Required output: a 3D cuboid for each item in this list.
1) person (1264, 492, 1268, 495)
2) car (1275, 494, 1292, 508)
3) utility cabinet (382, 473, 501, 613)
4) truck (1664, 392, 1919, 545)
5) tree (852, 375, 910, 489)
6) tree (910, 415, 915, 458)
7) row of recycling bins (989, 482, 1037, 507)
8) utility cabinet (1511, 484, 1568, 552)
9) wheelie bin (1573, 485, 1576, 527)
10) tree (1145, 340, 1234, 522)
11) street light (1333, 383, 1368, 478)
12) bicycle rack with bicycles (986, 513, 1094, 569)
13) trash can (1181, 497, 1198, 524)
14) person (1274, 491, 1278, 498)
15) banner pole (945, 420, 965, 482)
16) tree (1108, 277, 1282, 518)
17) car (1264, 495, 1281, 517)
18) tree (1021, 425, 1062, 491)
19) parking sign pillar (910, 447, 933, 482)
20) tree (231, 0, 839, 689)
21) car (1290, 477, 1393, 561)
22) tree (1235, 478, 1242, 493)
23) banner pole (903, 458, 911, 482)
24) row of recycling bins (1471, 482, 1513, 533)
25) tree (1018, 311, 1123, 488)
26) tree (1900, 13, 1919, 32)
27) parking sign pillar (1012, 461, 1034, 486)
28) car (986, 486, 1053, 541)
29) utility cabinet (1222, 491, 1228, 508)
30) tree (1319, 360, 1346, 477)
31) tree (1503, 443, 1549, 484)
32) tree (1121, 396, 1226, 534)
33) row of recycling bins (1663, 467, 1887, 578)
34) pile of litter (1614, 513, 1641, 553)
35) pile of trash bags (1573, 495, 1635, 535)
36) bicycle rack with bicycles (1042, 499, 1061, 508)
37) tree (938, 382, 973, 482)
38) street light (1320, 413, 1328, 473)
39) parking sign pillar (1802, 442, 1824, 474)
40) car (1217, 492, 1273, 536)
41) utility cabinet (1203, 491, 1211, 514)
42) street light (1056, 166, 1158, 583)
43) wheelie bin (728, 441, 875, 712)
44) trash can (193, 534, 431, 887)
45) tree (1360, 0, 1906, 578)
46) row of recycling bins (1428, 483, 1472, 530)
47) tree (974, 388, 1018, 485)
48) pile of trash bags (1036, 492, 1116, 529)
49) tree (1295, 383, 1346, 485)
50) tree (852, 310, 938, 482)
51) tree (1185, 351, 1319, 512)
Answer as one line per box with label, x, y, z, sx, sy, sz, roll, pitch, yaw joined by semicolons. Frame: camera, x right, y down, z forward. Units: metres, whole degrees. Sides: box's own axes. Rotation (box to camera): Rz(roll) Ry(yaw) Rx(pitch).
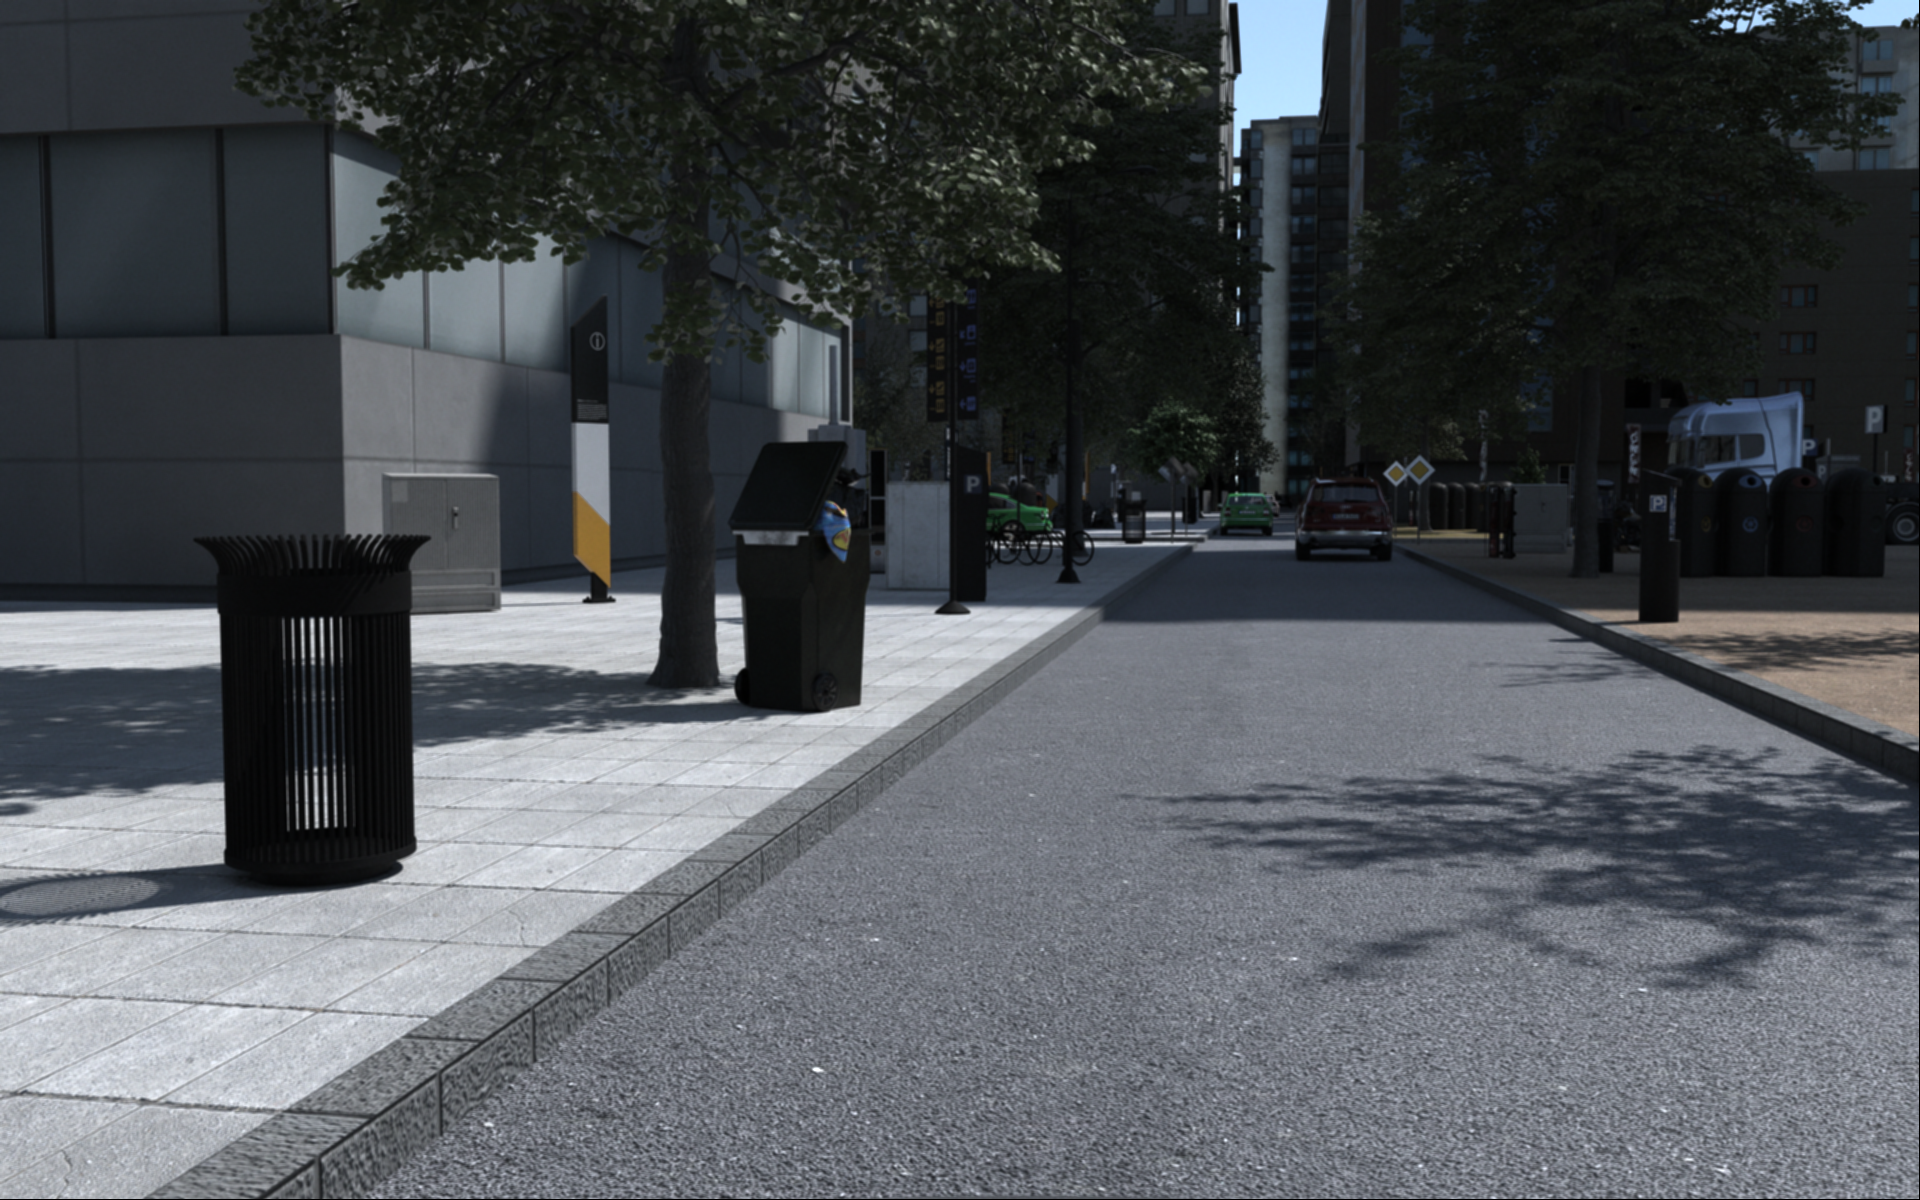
person;31.559;-10.320;178.708;0.415;1.643;0.593;-3;5;-45
car;32.716;-10.126;175.345;2.009;1.686;4.222;1;4;9
utility cabinet;-5.566;-0.609;18.633;1.173;1.500;0.318;-3;4;-36
truck;27.873;-3.419;45.660;18.799;4.110;2.967;1;4;8
tree;-6.444;-9.878;111.862;4.737;8.622;4.395;0;3;0
tree;-5.070;-10.443;121.097;4.737;8.622;4.395;0;3;0
row of recycling bins;0.927;-3.250;60.254;3.534;1.692;1.069;-1;4;-10
utility cabinet;12.581;-1.773;37.663;1.173;1.500;0.318;1;4;15
wheelie bin;21.721;-3.233;60.773;0.980;1.594;0.693;3;5;42
tree;10.785;-7.936;80.115;4.737;8.622;4.395;0;3;0
street light;16.534;-6.124;72.674;1.470;5.913;1.316;1;4;10
bicycle rack with bicycles;0.615;-1.093;31.257;2.852;0.926;2.925;-3;4;-39
trash can;9.832;-3.826;74.202;0.748;1.137;0.748;0;3;0
person;33.694;-10.751;185.014;0.721;1.736;1.217;-1;4;-23
banner pole;-0.122;-4.172;58.237;0.863;3.779;0.401;0;4;2
tree;12.387;-10.689;91.769;9.611;12.733;9.660;0;3;0
car;18.920;-5.842;107.881;2.083;1.381;4.827;1;4;12
tree;5.146;-10.794;126.836;4.737;8.622;4.395;0;3;0
parking sign pillar;-2.225;-6.812;99.849;1.447;3.967;1.447;1;4;23
tree;-1.717;-5.721;11.658;7.486;12.596;7.792;0;3;0
car;8.578;-1.850;38.915;2.281;1.827;5.304;1;4;10
tree;27.252;-10.915;173.059;1.663;3.219;1.824;0;3;0
banner pole;-3.102;-7.121;106.452;0.863;3.779;0.401;0;4;-7
row of recycling bins;18.116;-3.127;58.243;1.069;1.692;3.534;0;4;8
tree;4.413;-7.185;67.843;4.360;8.622;3.978;0;3;0
tree;11.048;-4.017;16.042;4.737;8.622;4.395;0;3;0
parking sign pillar;3.668;-6.882;100.995;1.447;3.967;1.447;-2;4;-33
car;0.306;-2.521;50.007;4.718;1.807;1.959;1;4;9
utility cabinet;19.121;-7.112;124.953;0.318;1.500;1.173;0;4;1
tree;28.274;-12.532;130.648;9.928;11.665;9.643;0;3;0
tree;21.388;-4.337;65.515;1.663;3.219;1.824;0;3;0
tree;6.936;-4.391;55.512;4.285;4.588;4.351;0;3;0
row of recycling bins;12.551;-1.215;26.971;3.534;1.692;1.069;0;4;-2
pile of litter;14.741;-1.458;37.796;1.719;0.858;1.176;2;4;30
pile of trash bags;19.862;-2.691;53.758;1.912;1.369;3.447;3;4;37
bicycle rack with bicycles;5.815;-6.573;120.843;2.852;0.926;2.925;-2;4;-30
tree;-2.460;-8.036;81.755;4.360;8.622;3.978;0;3;0
street light;21.232;-7.730;98.924;1.470;5.913;1.316;1;4;10
parking sign pillar;44.197;-6.218;90.143;1.447;3.967;1.447;2;4;29
car;10.059;-3.193;61.008;1.959;1.807;4.718;0;4;8
utility cabinet;15.983;-6.318;111.973;0.318;1.500;1.173;1;4;19
street light;2.100;-3.194;24.761;1.470;5.913;1.316;1;4;10
wheelie bin;-0.960;-0.157;10.481;0.980;1.594;0.693;2;4;34
trash can;-2.164;0.355;5.845;0.748;1.137;0.748;0;3;0
tree;10.003;-6.603;26.093;7.486;12.596;7.792;0;3;0
row of recycling bins;18.097;-3.396;62.644;3.534;1.692;1.069;-3;4;-38
tree;3.486;-8.814;94.466;4.360;8.622;3.978;0;3;0
pile of trash bags;3.933;-3.301;63.720;3.447;1.369;1.912;-2;4;-32
tree;24.765;-10.174;116.701;4.360;8.622;3.978;0;3;0
tree;-3.594;-7.161;67.438;4.360;8.622;3.978;0;3;0
tree;17.908;-11.975;121.542;9.928;11.665;9.643;0;3;0
